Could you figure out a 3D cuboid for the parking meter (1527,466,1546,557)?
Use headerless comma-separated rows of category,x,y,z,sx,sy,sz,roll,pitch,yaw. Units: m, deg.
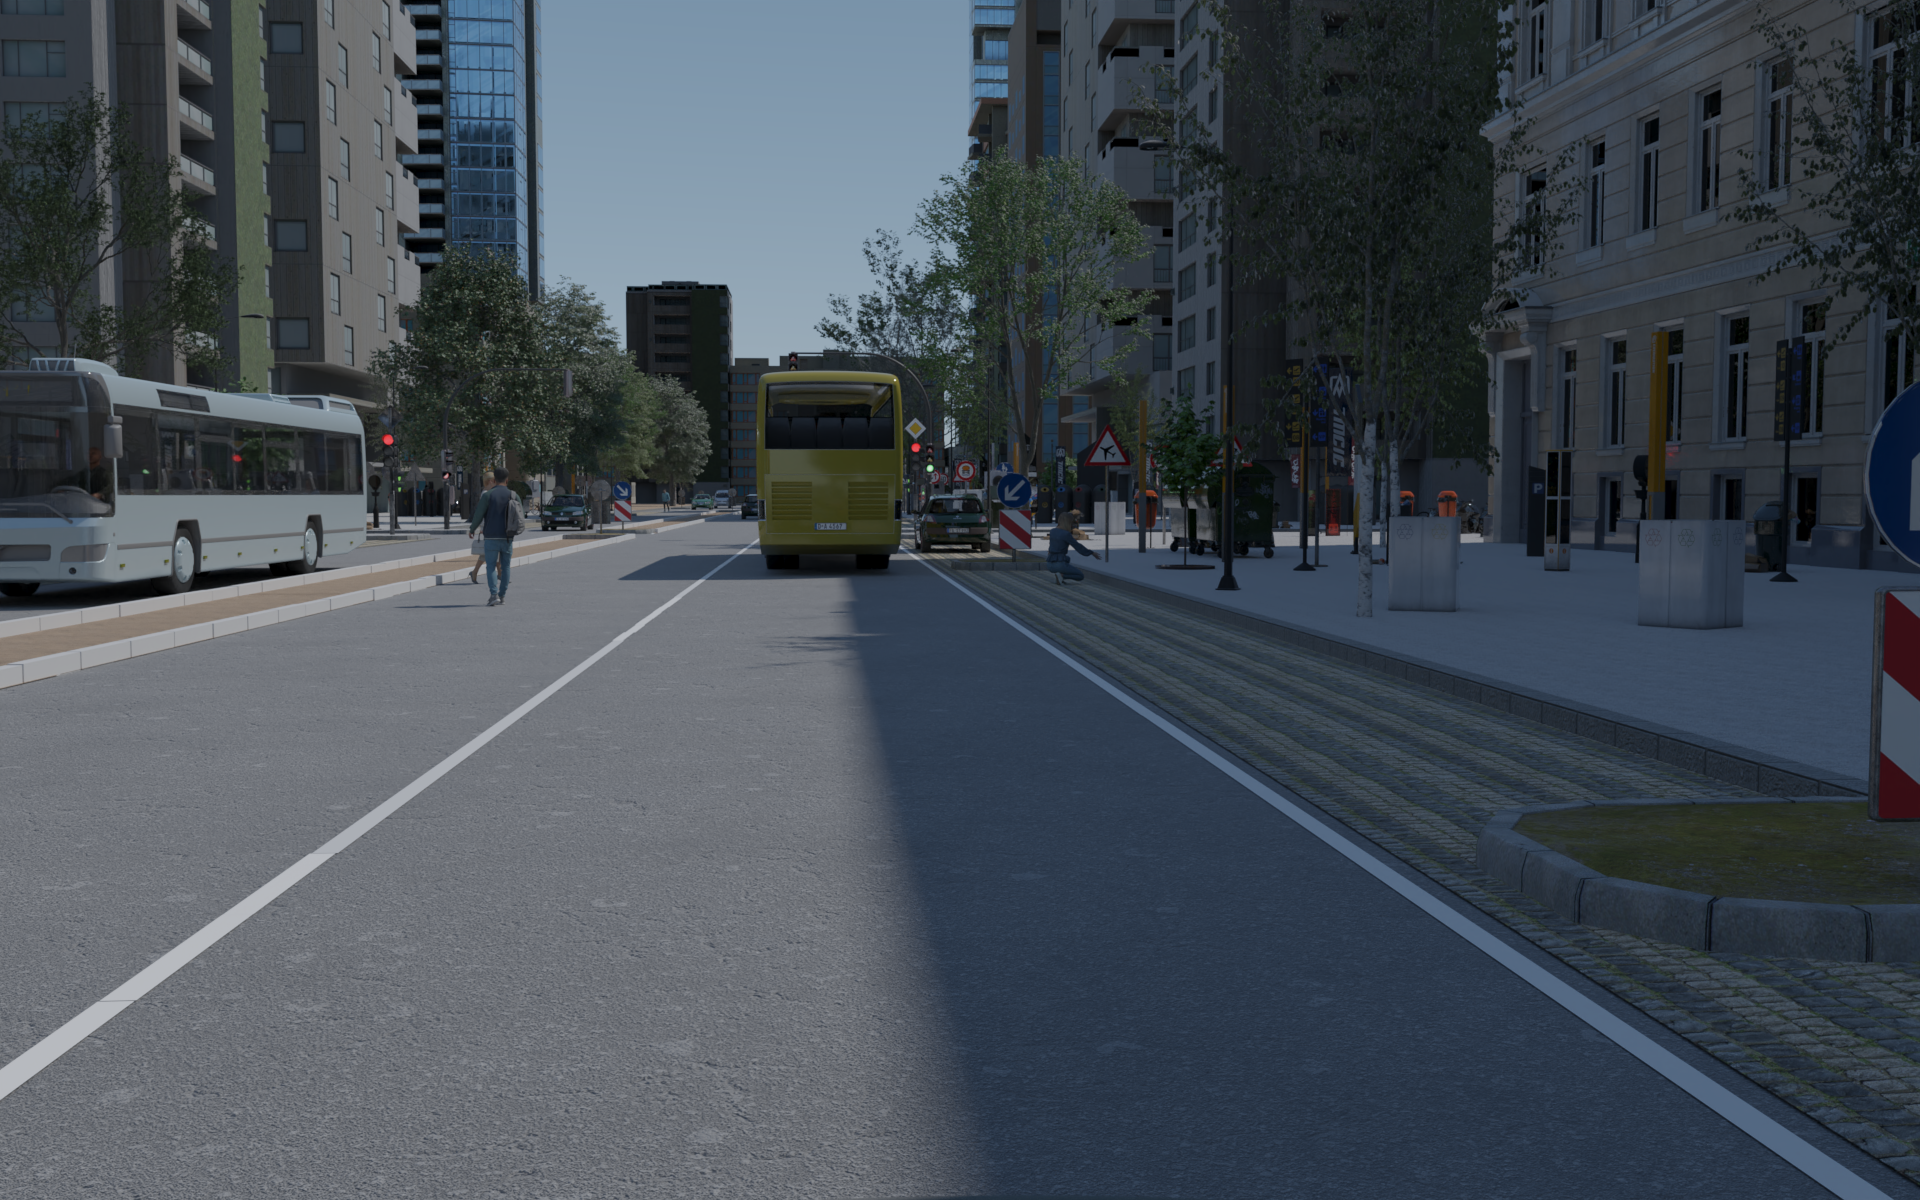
parking meter,11.863,-1.826,35.559,0.399,1.863,0.255,1,4,14

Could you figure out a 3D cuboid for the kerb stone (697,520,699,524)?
kerb stone,-12.688,-3.697,82.634,0.120,0.150,1.000,0,4,-5

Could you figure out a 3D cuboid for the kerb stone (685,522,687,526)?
kerb stone,-12.115,-3.255,75.461,0.120,0.150,1.000,0,4,-5

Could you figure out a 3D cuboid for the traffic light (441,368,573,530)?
traffic light,-16.434,-5.380,62.639,4.771,5.953,1.251,0,4,-5

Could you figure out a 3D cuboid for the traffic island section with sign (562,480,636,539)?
traffic island section with sign,-11.561,-2.888,55.350,2.006,1.907,1.989,0,4,-5

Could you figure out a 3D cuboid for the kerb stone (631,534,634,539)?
kerb stone,-10.436,-1.973,54.459,0.120,0.150,1.000,0,4,-5

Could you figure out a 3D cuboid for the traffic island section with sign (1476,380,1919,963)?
traffic island section with sign,2.997,0.147,6.224,1.989,1.847,2.006,0,4,-5

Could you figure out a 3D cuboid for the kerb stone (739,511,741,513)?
kerb stone,-16.040,-6.258,124.508,0.120,0.150,1.000,0,4,-5

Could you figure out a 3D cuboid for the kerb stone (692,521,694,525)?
kerb stone,-12.436,-3.506,79.544,0.120,0.150,1.000,0,4,-5

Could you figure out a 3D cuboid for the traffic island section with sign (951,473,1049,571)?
traffic island section with sign,0.852,-1.496,33.094,1.989,1.847,2.006,0,4,-5

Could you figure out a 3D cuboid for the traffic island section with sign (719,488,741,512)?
traffic island section with sign,-18.134,-7.920,137.635,2.006,1.907,1.989,0,4,-5

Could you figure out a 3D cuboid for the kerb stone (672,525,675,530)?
kerb stone,-11.624,-2.882,69.313,0.120,0.150,1.000,0,4,-5

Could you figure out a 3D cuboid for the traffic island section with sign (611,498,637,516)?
traffic island section with sign,-22.332,-6.444,113.991,1.989,1.847,2.006,0,4,-5

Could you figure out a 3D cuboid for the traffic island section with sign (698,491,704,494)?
traffic island section with sign,-28.513,-11.173,191.307,1.989,1.847,2.006,0,4,-5

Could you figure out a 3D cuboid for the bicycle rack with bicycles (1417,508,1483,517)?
bicycle rack with bicycles,18.893,-3.207,65.816,2.925,0.926,2.852,1,4,19

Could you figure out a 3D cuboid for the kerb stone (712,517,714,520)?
kerb stone,-13.588,-4.383,93.880,0.120,0.150,1.000,0,4,-5

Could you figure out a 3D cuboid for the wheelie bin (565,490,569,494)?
wheelie bin,-28.057,-7.015,122.605,0.980,1.594,0.693,-3,4,-39

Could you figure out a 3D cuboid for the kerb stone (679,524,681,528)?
kerb stone,-11.866,-3.070,72.390,0.120,0.150,1.000,0,4,-5

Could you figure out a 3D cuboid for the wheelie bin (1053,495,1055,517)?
wheelie bin,5.038,-5.539,98.471,0.693,1.594,0.980,0,4,7

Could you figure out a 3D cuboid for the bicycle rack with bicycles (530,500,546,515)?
bicycle rack with bicycles,-25.029,-5.816,108.469,2.925,0.926,2.852,2,4,31

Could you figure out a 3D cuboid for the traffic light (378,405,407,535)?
traffic light,-17.876,-4.010,54.478,0.839,4.253,0.868,0,4,-5

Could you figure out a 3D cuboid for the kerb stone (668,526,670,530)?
kerb stone,-11.467,-2.756,67.264,0.120,0.150,1.000,0,4,-5

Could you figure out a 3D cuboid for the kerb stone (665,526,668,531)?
kerb stone,-11.377,-2.690,66.246,0.120,0.150,1.000,0,4,-5

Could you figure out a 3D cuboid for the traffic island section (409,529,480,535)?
traffic island section,-18.553,-2.464,62.569,2.009,0.180,2.903,0,4,-5

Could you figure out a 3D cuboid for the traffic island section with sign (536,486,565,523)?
traffic island section with sign,-20.194,-4.801,87.120,1.989,1.847,2.006,0,4,-5

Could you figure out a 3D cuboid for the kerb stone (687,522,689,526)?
kerb stone,-12.191,-3.320,76.481,0.120,0.150,1.000,0,4,-5

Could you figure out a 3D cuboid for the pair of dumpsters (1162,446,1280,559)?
pair of dumpsters,5.450,-2.073,36.393,1.574,2.255,4.437,0,4,-5

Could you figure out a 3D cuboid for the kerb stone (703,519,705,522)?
kerb stone,-13.010,-3.947,86.722,0.120,0.150,1.000,0,4,-5

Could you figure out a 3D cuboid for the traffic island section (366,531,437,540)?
traffic island section,-17.917,-1.977,54.610,2.009,0.180,2.903,0,4,-5

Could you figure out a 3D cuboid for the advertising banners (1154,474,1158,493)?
advertising banners,10.048,-5.725,89.798,0.090,3.025,2.074,1,4,21

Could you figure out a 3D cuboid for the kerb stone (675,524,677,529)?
kerb stone,-11.706,-2.943,70.332,0.120,0.150,1.000,0,4,-5

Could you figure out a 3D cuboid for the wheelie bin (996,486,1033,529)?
wheelie bin,1.715,-2.770,53.195,0.980,1.594,0.693,-1,4,-9

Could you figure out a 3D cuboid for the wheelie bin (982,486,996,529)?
wheelie bin,1.246,-3.464,64.550,0.980,1.594,0.693,-2,4,-29

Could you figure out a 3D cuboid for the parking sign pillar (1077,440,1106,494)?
parking sign pillar,5.941,-5.492,78.265,1.447,3.967,1.447,0,4,6

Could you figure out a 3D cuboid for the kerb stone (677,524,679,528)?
kerb stone,-11.785,-3.007,71.363,0.120,0.150,1.000,0,4,-5

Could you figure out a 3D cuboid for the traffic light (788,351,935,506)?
traffic light,-3.098,-4.946,55.529,4.771,5.953,1.251,0,4,-5

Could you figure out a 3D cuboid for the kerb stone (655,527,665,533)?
kerb stone,-11.294,-2.631,65.221,0.120,0.150,1.000,0,4,-5

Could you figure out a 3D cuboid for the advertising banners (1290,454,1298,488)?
advertising banners,15.309,-4.842,75.357,2.074,3.025,0.090,2,4,29

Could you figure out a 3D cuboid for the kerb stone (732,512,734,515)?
kerb stone,-15.300,-5.690,115.314,0.120,0.150,1.000,0,4,-5

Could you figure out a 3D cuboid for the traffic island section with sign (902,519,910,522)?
traffic island section with sign,-3.601,-4.903,88.792,1.989,1.847,2.006,0,4,-5

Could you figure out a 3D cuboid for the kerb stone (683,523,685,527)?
kerb stone,-12.030,-3.189,74.437,0.120,0.150,1.000,0,4,-5

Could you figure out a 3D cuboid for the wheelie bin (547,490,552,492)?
wheelie bin,-30.088,-7.313,127.471,0.980,1.594,0.693,1,4,16

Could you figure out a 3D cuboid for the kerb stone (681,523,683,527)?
kerb stone,-11.950,-3.128,73.409,0.120,0.150,1.000,0,4,-5

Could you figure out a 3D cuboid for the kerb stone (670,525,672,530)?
kerb stone,-11.543,-2.817,68.294,0.120,0.150,1.000,0,4,-5

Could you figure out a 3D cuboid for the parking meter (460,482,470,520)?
parking meter,-24.803,-4.960,86.806,0.399,1.863,0.255,-3,5,-40

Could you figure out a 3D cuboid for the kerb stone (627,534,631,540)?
kerb stone,-10.353,-1.911,53.440,0.120,0.150,1.000,0,4,-5

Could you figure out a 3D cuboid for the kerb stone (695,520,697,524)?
kerb stone,-12.610,-3.633,81.611,0.120,0.150,1.000,0,4,-5

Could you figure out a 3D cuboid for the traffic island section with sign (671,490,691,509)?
traffic island section with sign,-26.373,-9.530,164.437,1.989,1.847,2.006,0,4,-5

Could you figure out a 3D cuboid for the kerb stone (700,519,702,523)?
kerb stone,-12.846,-3.819,84.675,0.120,0.150,1.000,0,4,-5

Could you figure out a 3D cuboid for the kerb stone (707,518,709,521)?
kerb stone,-13.262,-4.134,89.787,0.120,0.150,1.000,0,4,-5

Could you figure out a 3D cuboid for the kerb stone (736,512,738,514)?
kerb stone,-15.706,-6.007,120.414,0.120,0.150,1.000,0,4,-5

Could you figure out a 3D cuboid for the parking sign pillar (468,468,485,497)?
parking sign pillar,-37.791,-8.989,135.445,1.447,3.967,1.447,0,4,8

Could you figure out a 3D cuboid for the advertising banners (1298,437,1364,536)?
advertising banners,11.378,-3.469,52.901,2.074,3.025,0.090,-1,4,-15

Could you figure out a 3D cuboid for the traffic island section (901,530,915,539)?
traffic island section,-0.979,-2.059,55.953,2.009,0.180,2.903,0,4,-5

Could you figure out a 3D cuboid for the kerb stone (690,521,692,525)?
kerb stone,-12.361,-3.445,78.521,0.120,0.150,1.000,0,4,-5

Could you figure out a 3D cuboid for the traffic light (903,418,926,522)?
traffic light,-1.655,-4.580,63.796,0.839,4.253,0.868,0,4,-5

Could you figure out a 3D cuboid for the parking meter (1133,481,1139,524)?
parking meter,7.644,-4.206,74.477,0.399,1.863,0.255,2,4,27

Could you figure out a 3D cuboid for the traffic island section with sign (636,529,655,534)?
traffic island section with sign,-12.141,-3.339,62.735,2.006,1.907,1.989,0,4,-5
